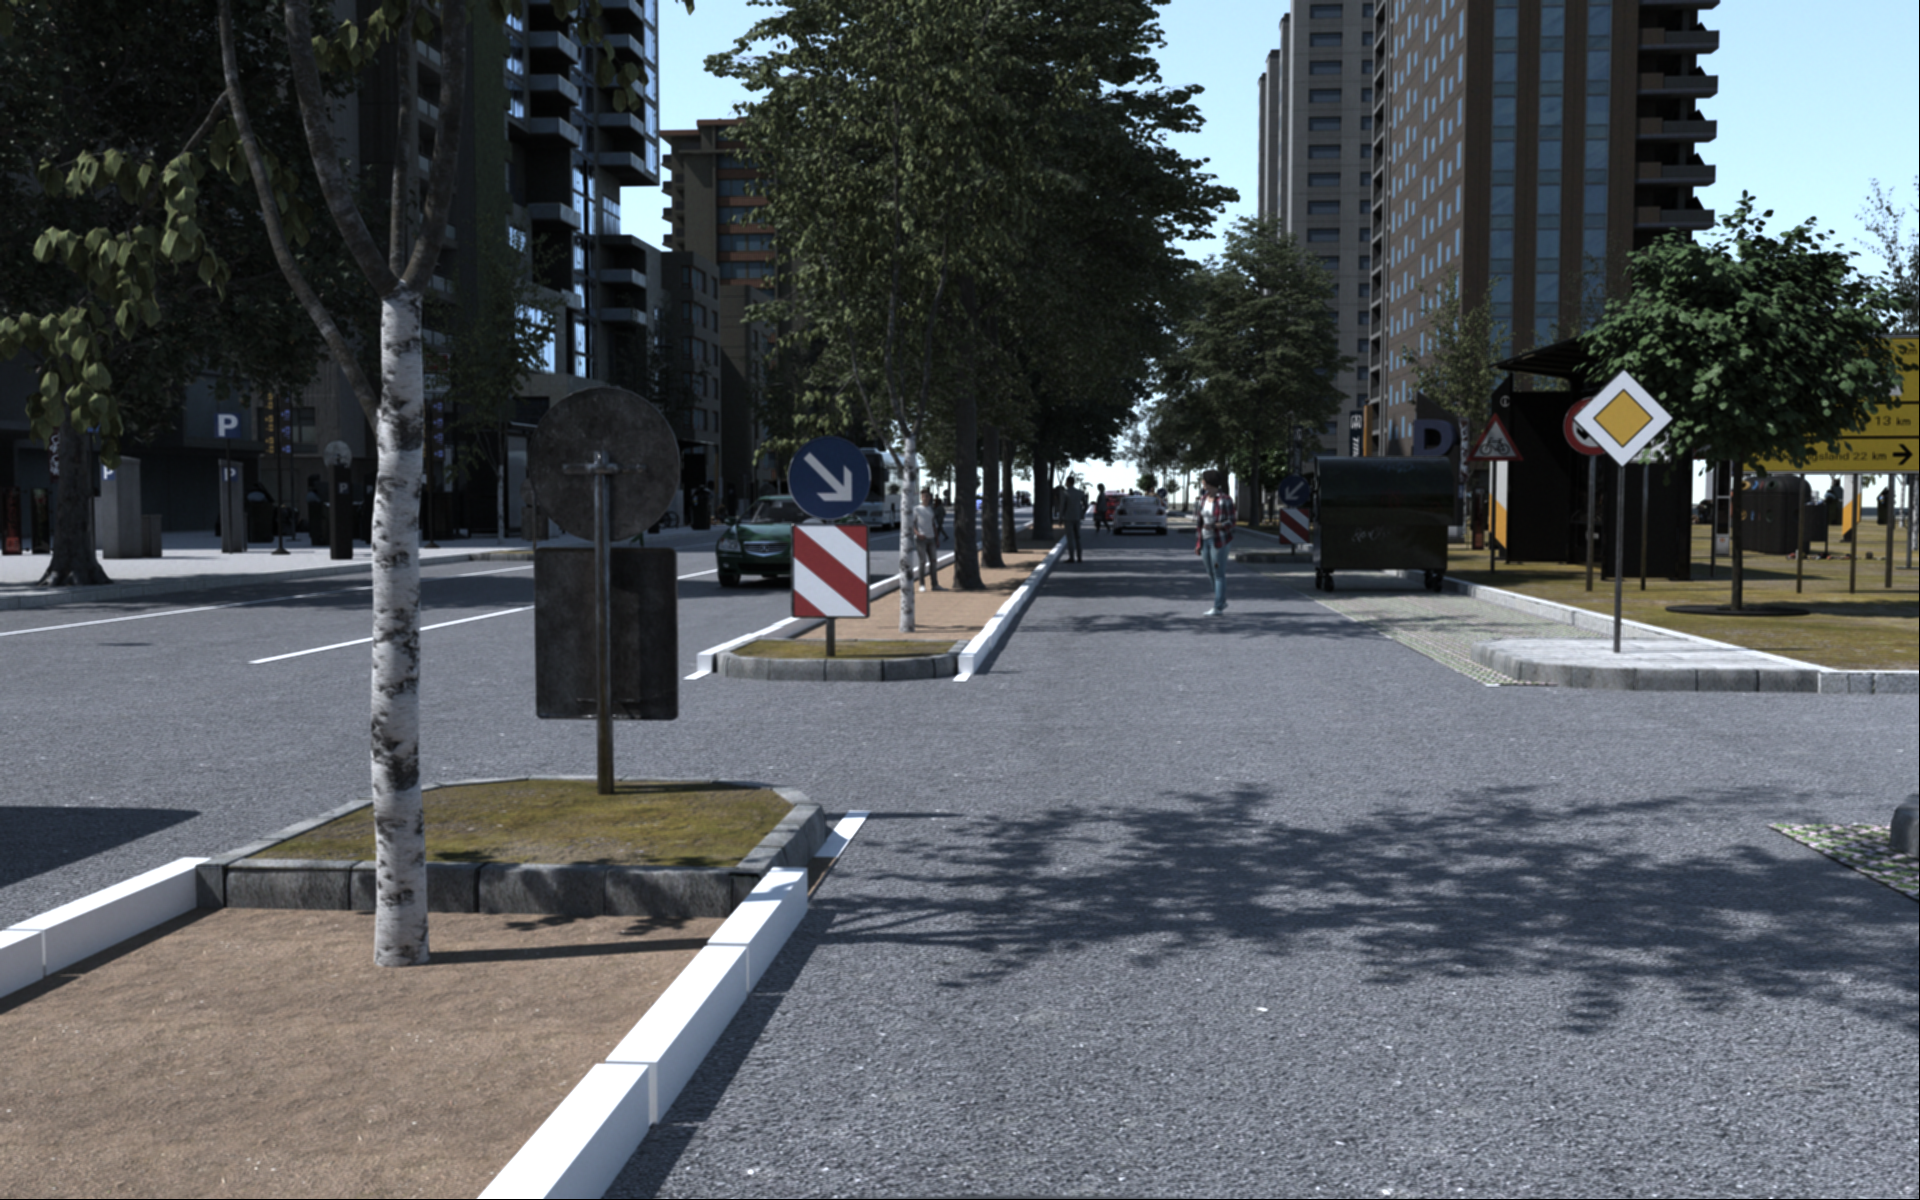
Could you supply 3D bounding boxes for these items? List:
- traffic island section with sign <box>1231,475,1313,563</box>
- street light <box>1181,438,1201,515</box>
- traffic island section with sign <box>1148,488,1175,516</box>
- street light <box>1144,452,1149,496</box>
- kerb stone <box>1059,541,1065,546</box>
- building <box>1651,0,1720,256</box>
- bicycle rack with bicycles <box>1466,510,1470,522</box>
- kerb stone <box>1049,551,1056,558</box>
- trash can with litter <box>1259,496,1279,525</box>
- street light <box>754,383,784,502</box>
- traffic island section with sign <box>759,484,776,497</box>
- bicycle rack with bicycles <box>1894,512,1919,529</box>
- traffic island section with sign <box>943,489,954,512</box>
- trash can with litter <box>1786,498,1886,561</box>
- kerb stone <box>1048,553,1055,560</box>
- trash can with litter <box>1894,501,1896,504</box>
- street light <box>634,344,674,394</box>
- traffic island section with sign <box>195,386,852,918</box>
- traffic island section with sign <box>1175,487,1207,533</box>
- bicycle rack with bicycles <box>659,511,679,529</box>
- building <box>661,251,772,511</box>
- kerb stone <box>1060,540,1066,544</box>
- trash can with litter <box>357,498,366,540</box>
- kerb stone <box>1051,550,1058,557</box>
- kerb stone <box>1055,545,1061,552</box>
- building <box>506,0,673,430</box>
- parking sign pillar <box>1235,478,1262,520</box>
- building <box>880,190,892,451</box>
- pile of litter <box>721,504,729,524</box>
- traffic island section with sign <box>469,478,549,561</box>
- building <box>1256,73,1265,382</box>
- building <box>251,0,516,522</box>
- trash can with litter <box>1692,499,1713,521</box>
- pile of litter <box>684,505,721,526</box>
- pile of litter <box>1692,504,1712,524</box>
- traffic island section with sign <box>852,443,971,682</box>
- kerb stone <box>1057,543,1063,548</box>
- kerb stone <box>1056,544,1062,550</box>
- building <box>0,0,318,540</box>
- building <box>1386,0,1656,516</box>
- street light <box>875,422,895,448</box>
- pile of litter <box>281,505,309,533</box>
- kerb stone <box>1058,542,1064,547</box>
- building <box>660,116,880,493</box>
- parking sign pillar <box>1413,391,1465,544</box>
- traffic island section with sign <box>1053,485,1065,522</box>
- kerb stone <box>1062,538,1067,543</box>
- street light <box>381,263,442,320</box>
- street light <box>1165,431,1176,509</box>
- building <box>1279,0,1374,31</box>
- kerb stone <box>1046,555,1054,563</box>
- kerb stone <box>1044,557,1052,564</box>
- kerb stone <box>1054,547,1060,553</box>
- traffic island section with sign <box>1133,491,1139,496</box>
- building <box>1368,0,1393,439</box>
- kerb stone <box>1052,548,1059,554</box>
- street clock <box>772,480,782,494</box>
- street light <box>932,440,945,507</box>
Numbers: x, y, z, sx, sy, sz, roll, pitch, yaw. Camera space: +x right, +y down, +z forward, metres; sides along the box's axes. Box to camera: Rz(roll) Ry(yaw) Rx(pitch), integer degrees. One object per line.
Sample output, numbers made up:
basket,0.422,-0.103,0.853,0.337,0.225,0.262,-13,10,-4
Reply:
traffic island section with sign,6.851,-1.706,36.513,1.989,1.847,2.006,0,4,5
street light,14.437,-8.285,107.995,1.470,5.913,1.316,0,4,5
traffic island section with sign,13.102,-6.413,113.479,1.989,1.847,2.006,0,4,5
street light,21.063,-13.279,189.646,1.470,5.913,1.316,0,4,5
kerb stone,2.575,-1.380,44.831,0.120,0.150,1.000,0,4,5
building,36.408,-27.865,105.709,14.600,45.320,14.200,0,4,5
bicycle rack with bicycles,21.350,-3.935,77.727,2.925,0.926,2.852,1,4,20
kerb stone,1.913,-0.885,36.677,0.120,0.150,1.000,0,4,5
trash can with litter,13.002,-3.801,73.210,1.678,1.210,2.233,1,4,15
street light,-8.089,-6.137,72.886,1.470,5.913,1.316,0,4,5
traffic island section with sign,-7.260,-3.452,65.076,1.989,1.847,2.006,0,4,5
bicycle rack with bicycles,35.139,-2.978,62.072,2.925,0.926,2.852,-1,4,-16
traffic island section with sign,-1.024,-8.151,141.891,1.989,1.847,2.006,0,4,5
trash can with litter,17.199,-1.402,33.979,2.233,1.210,1.678,0,4,6
kerb stone,1.836,-0.823,35.656,0.120,0.150,1.000,0,4,5
trash can with litter,45.523,-4.496,84.903,0.624,1.170,1.055,2,4,30
street light,-9.579,-4.978,53.931,1.470,5.913,1.316,0,4,5
traffic island section with sign,-1.574,0.081,6.815,2.006,1.907,1.989,0,4,5
traffic island section with sign,9.053,-3.371,63.745,1.989,1.847,2.006,0,4,5
bicycle rack with bicycles,-11.743,-3.123,64.441,2.925,0.926,2.852,-1,4,-18
building,-31.560,-17.977,138.965,27.650,21.520,28.899,0,4,5
kerb stone,2.658,-1.446,45.853,0.120,0.150,1.000,0,4,5
trash can with litter,-16.050,-2.224,47.744,1.055,1.170,0.624,-1,4,-20
kerb stone,2.000,-0.948,37.699,0.120,0.150,1.000,0,4,5
kerb stone,2.246,-1.135,40.755,0.120,0.150,1.000,0,4,5
building,-30.840,-48.559,106.617,22.319,86.520,31.000,0,4,5
parking sign pillar,14.065,-5.866,84.375,1.447,3.967,1.447,-1,4,-23
building,-20.763,-35.322,232.131,22.147,44.769,28.867,0,4,5
pile of litter,-10.393,-3.639,73.456,1.176,0.858,1.719,2,4,28
traffic island section with sign,-9.468,-1.796,37.985,1.989,1.847,2.006,0,4,5
building,50.176,-42.130,230.816,21.231,58.520,28.212,0,4,5
building,-29.645,-24.186,79.034,14.154,41.232,14.086,0,4,5
trash can with litter,35.576,-4.384,83.066,1.055,1.170,0.624,0,4,2
pile of litter,-10.591,-3.397,69.505,1.719,0.858,1.176,0,4,-5
pile of litter,31.644,-3.646,73.573,1.176,0.858,1.719,-2,4,-30
traffic island section with sign,-0.965,-0.371,14.197,2.006,1.907,1.989,0,4,5
kerb stone,2.420,-1.260,42.792,0.120,0.150,1.000,0,4,5
kerb stone,2.331,-1.195,41.774,0.120,0.150,1.000,0,4,5
building,-38.332,-28.215,50.555,28.713,52.752,27.495,0,4,5
building,37.929,-28.728,119.806,14.600,45.320,14.200,0,4,5
street light,-4.873,-8.484,111.261,1.470,5.913,1.316,0,4,5
pile of litter,-22.310,-2.684,57.851,1.719,0.858,1.176,0,4,-1
kerb stone,2.493,-1.322,43.811,0.120,0.150,1.000,0,4,5
building,-22.643,-33.563,203.375,22.147,44.769,28.867,0,4,5
parking sign pillar,12.412,-3.457,44.998,1.447,3.967,1.447,3,5,39
traffic island section with sign,5.112,-4.951,89.090,2.006,1.907,1.989,0,4,5
kerb stone,2.824,-1.568,47.890,0.120,0.150,1.000,0,4,5
street light,-11.106,-3.819,34.980,1.470,5.913,1.316,0,4,5
street light,15.898,-9.454,127.110,1.470,5.913,1.316,0,4,5
building,47.814,-40.399,202.517,21.231,58.520,28.212,0,4,5
kerb stone,1.753,-0.761,34.637,0.120,0.150,1.000,0,4,5
kerb stone,1.667,-0.699,33.618,0.120,0.150,1.000,0,4,5
kerb stone,2.165,-1.073,39.736,0.120,0.150,1.000,0,4,5
traffic island section with sign,15.311,-8.075,140.648,1.989,1.847,2.006,0,4,5
building,42.253,-42.701,136.412,20.563,71.187,20.611,0,4,5
kerb stone,2.075,-1.008,38.719,0.120,0.150,1.000,0,4,5
street clock,-9.183,-5.048,87.103,0.471,2.002,0.358,-1,4,-17
street light,-1.809,-10.845,149.857,1.470,5.913,1.316,0,4,5
